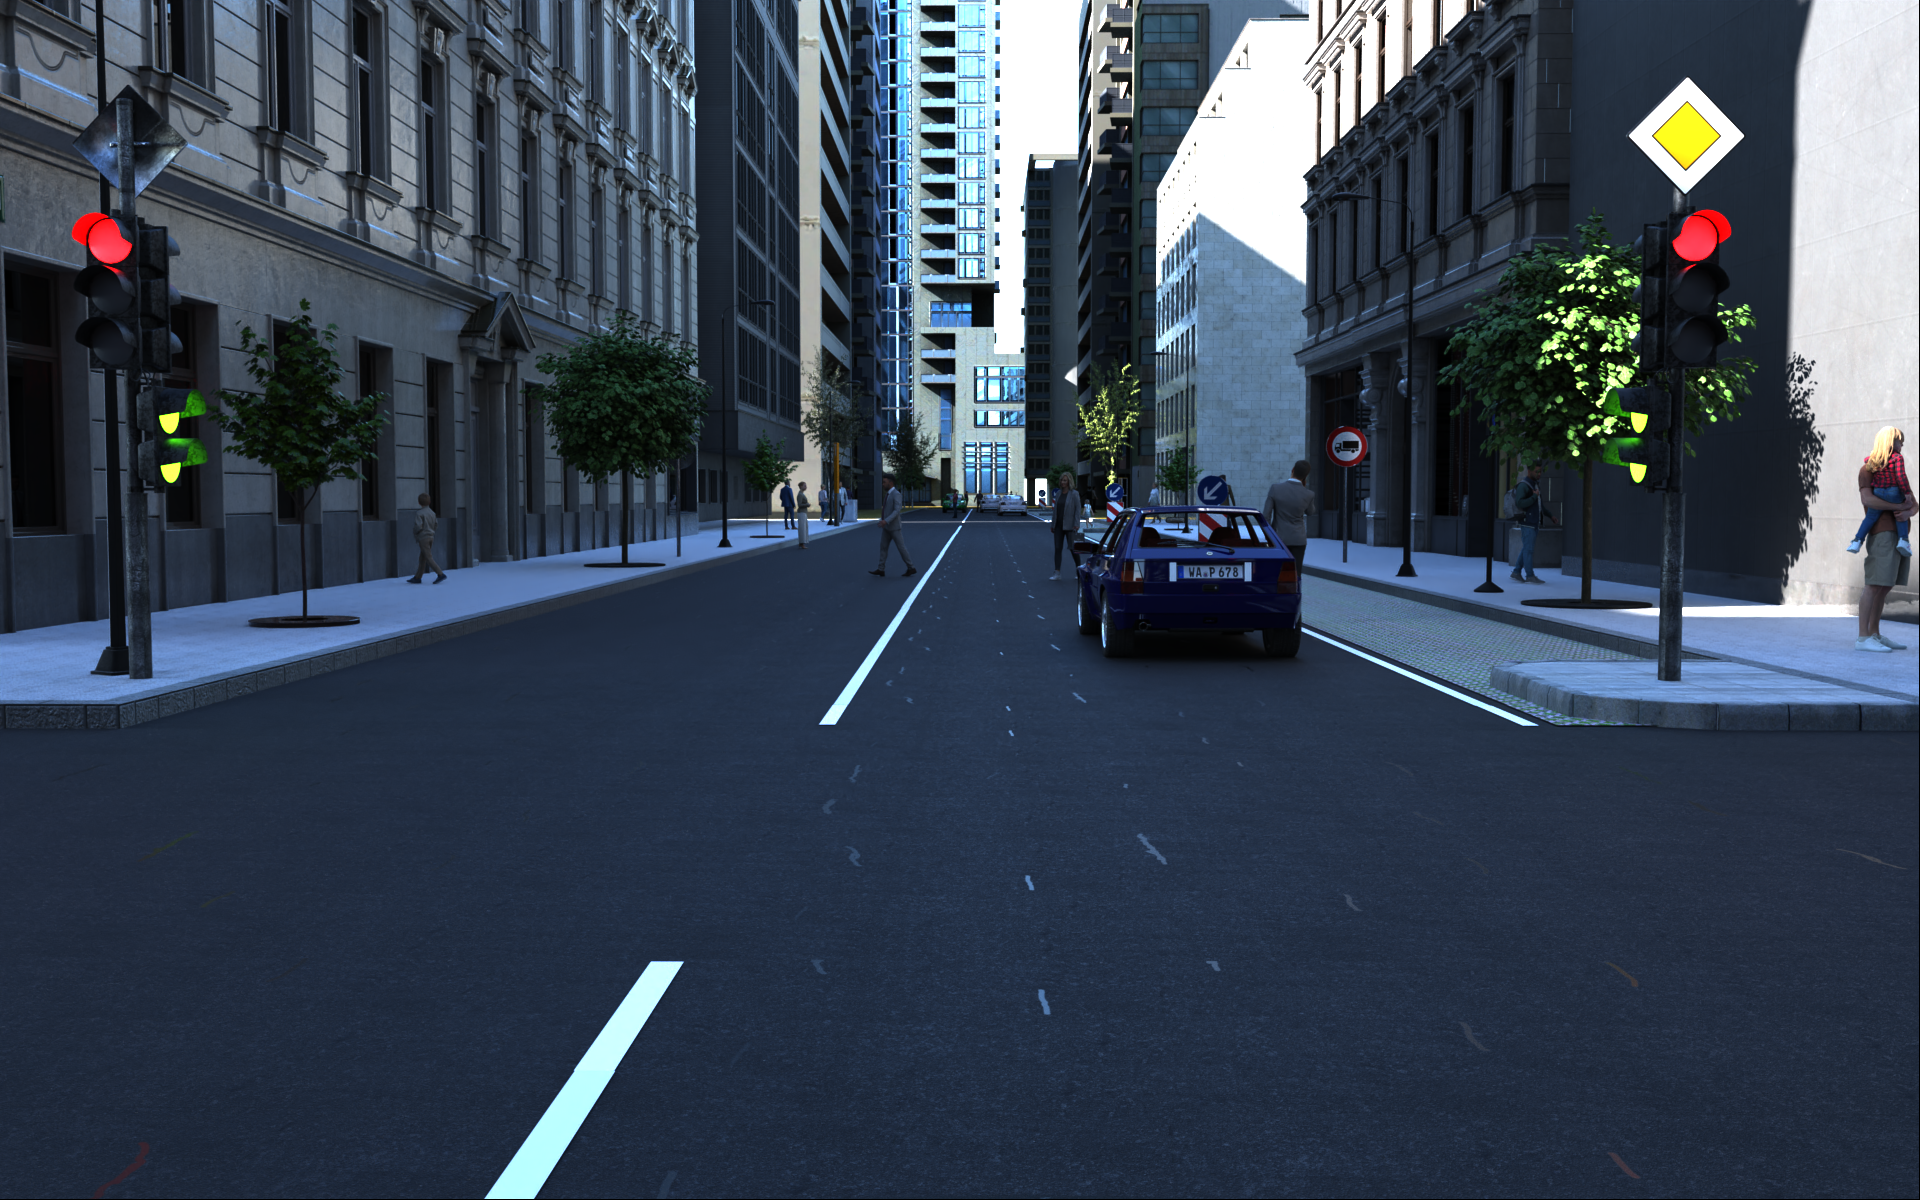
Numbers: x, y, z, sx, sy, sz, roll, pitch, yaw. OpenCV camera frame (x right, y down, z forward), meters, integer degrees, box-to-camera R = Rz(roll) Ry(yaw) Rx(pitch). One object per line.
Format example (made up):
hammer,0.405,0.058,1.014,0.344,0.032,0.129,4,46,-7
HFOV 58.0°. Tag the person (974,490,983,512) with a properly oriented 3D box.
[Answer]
person,1.549,-7.853,137.454,0.990,1.755,0.434,2,4,27

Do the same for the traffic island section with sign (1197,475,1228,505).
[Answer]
traffic island section with sign,5.241,-1.758,37.365,1.989,1.847,2.006,0,4,1

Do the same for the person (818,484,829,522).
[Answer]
person,-6.295,-4.467,79.745,0.731,1.740,0.598,2,4,26

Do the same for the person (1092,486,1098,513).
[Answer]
person,9.194,-6.867,118.332,0.705,1.823,1.348,0,4,-5

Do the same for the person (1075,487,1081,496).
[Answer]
person,8.383,-7.294,125.828,1.217,1.766,0.721,-2,4,-28

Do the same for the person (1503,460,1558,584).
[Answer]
person,8.133,-1.121,24.716,0.721,1.781,0.623,2,4,26

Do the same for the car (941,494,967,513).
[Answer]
car,-0.422,-7.605,133.141,1.959,1.807,4.718,0,4,2

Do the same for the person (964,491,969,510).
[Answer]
person,0.579,-9.071,157.731,0.541,1.710,0.530,-3,5,-41

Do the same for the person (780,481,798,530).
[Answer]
person,-6.202,-3.451,62.651,0.721,1.800,0.419,2,4,32

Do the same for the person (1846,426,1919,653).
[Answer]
person,7.554,-0.498,14.161,0.573,1.828,0.580,1,4,9

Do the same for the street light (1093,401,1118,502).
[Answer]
street light,7.284,-6.945,86.086,1.470,5.913,1.316,0,4,1

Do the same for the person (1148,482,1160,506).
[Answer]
person,8.561,-4.249,75.746,0.641,1.798,0.478,-1,4,-20

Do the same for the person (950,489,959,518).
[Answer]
person,-0.363,-5.786,103.819,0.721,1.743,1.217,1,4,17

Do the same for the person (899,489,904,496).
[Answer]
person,-5.612,-9.368,159.928,1.217,1.735,0.721,-1,4,-23

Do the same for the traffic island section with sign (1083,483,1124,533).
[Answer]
traffic island section with sign,5.585,-3.406,64.318,1.989,1.847,2.006,0,4,1

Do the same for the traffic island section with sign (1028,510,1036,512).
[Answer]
traffic island section with sign,6.577,-8.130,141.546,1.989,1.847,2.006,0,4,1

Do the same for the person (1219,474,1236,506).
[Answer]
person,7.501,-2.642,49.153,0.656,1.842,0.836,-2,4,-31

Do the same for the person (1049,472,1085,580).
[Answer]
person,1.846,-1.238,28.924,0.709,1.800,0.728,3,5,42

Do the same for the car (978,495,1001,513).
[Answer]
car,2.462,-7.417,133.632,2.083,1.381,4.827,0,3,0

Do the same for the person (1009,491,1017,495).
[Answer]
person,4.860,-9.153,158.953,0.742,1.727,0.445,-1,4,-9

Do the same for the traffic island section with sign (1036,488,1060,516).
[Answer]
traffic island section with sign,6.227,-6.445,114.009,1.989,1.847,2.006,0,4,1

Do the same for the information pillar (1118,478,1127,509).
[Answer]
information pillar,7.329,-4.491,77.916,0.304,2.012,0.304,-2,4,-24

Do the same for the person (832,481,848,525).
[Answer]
person,-5.079,-4.110,73.087,0.661,1.843,0.795,-1,4,-11

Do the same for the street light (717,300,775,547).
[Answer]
street light,-5.129,-4.223,41.587,1.470,5.913,1.316,0,4,1

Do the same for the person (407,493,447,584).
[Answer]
person,-7.620,-0.878,24.673,0.640,1.303,0.475,0,4,6

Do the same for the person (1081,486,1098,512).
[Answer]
person,9.197,-7.188,123.197,1.348,1.869,0.705,0,4,-6

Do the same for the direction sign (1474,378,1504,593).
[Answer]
direction sign,6.922,-1.870,22.568,0.379,3.537,0.876,1,4,9

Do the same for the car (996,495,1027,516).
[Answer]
car,3.458,-6.269,114.861,2.083,1.381,4.827,0,4,-1

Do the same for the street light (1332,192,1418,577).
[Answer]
street light,6.424,-3.321,26.839,1.470,5.913,1.316,0,4,1

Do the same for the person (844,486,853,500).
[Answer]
person,-6.033,-5.291,93.462,0.541,1.710,0.530,1,4,17

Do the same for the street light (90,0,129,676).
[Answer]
street light,-5.480,-2.426,12.206,1.470,5.913,1.316,0,4,1

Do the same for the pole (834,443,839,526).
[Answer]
pole,-4.898,-4.581,68.740,0.158,3.312,0.155,0,3,0

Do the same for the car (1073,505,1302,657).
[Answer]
car,2.093,-0.243,16.555,1.945,1.354,3.894,0,4,-1

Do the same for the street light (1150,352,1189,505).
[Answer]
street light,6.885,-5.140,56.588,1.470,5.913,1.316,0,4,1

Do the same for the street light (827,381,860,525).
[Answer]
street light,-4.776,-6.026,71.074,1.470,5.913,1.316,0,4,1
